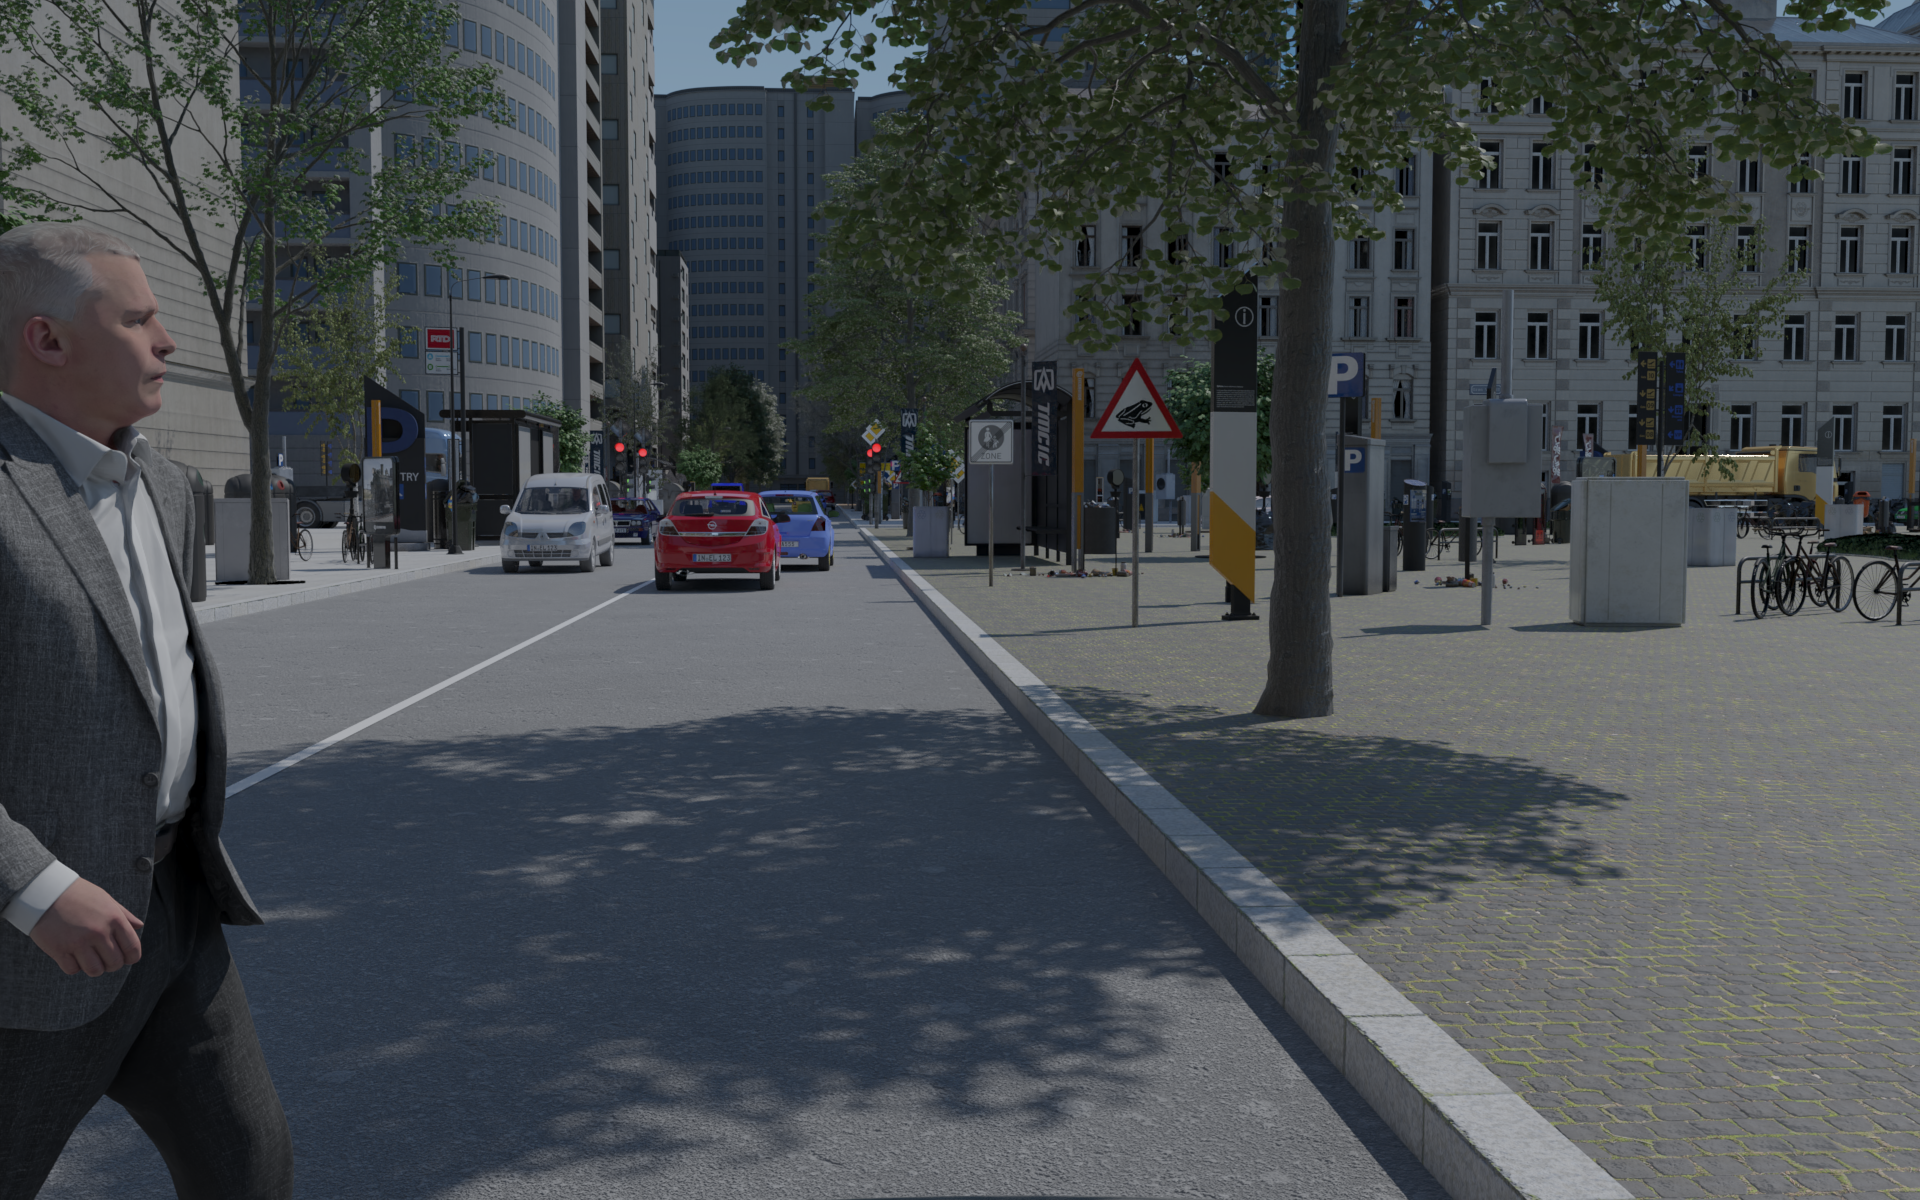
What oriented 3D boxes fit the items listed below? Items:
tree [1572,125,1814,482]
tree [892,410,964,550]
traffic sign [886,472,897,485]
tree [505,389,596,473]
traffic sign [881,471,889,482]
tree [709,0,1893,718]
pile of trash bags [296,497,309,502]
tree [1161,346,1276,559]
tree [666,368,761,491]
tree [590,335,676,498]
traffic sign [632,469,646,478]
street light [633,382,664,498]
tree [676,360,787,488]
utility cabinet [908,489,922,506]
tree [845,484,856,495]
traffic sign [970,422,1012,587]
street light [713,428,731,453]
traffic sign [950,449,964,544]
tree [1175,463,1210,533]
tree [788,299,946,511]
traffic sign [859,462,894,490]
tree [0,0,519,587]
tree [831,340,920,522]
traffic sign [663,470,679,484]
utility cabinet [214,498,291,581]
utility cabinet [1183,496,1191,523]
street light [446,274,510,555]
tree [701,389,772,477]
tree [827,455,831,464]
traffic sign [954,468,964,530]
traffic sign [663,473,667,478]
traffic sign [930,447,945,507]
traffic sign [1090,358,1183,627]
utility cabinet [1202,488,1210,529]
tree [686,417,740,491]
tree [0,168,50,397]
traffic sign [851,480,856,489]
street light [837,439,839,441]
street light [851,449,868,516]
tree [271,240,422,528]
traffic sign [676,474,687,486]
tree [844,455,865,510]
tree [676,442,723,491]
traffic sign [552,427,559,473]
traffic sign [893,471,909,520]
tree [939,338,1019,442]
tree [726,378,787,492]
[{"bbox_3d":[14.185,-5.137,34.351,4.737,8.622,4.395,0,3,0],"label":"tree"},{"bbox_3d":[-0.834,-2.777,40.000,1.663,3.219,1.824,0,3,0],"label":"tree"},{"bbox_3d":[-3.417,-5.413,89.694,0.795,2.450,0.064,0,4,-1],"label":"traffic sign"},{"bbox_3d":[-13.084,-4.329,54.493,4.285,4.588,4.351,0,3,0],"label":"tree"},{"bbox_3d":[-4.244,-5.838,95.554,0.768,2.556,0.104,0,4,0],"label":"traffic sign"},{"bbox_3d":[2.387,-5.611,9.867,7.486,12.596,7.792,0,3,0],"label":"tree"},{"bbox_3d":[-27.730,-3.758,71.201,1.912,1.369,3.447,-1,4,-23],"label":"pile of trash bags"},{"bbox_3d":[5.550,-3.130,34.897,4.285,4.588,4.351,0,3,0],"label":"tree"},{"bbox_3d":[-18.109,-11.804,127.409,7.601,10.594,8.767,-1,4,-9],"label":"tree"},{"bbox_3d":[-14.851,-7.914,79.748,4.360,8.622,3.978,0,3,0],"label":"tree"},{"bbox_3d":[-16.005,-5.280,86.436,0.768,2.556,0.104,0,4,-3],"label":"traffic sign"},{"bbox_3d":[-13.003,-6.093,72.166,1.470,5.913,1.316,0,4,-4],"label":"street light"},{"bbox_3d":[-19.609,-14.117,147.821,9.611,12.733,9.660,0,3,0],"label":"tree"},{"bbox_3d":[-2.138,-4.554,83.138,0.318,1.500,1.173,-1,4,-22],"label":"utility cabinet"},{"bbox_3d":[-13.554,-13.416,213.948,1.663,3.219,1.824,0,3,0],"label":"tree"},{"bbox_3d":[0.429,-1.335,23.960,0.606,2.300,0.079,0,4,1],"label":"traffic sign"},{"bbox_3d":[-16.708,-9.092,121.201,1.470,5.913,1.316,0,4,-4],"label":"street light"},{"bbox_3d":[-0.218,-2.629,44.166,0.795,2.450,0.064,0,4,1],"label":"traffic sign"},{"bbox_3d":[7.903,-3.859,57.701,1.663,3.219,1.824,0,3,0],"label":"tree"},{"bbox_3d":[-5.344,-11.891,104.795,12.009,13.543,11.850,0,3,0],"label":"tree"},{"bbox_3d":[-5.334,-7.170,111.104,2.265,3.308,0.079,0,4,-4],"label":"traffic sign"},{"bbox_3d":[-10.008,-6.017,24.132,9.928,11.665,9.643,0,3,0],"label":"tree"},{"bbox_3d":[-3.665,-7.929,80.003,4.360,8.622,3.978,0,3,0],"label":"tree"},{"bbox_3d":[-15.205,-5.557,90.853,0.884,2.594,0.081,0,4,2],"label":"traffic sign"},{"bbox_3d":[-10.546,-0.897,25.823,1.020,1.237,0.306,-1,4,-17],"label":"utility cabinet"},{"bbox_3d":[10.065,-3.965,75.991,0.306,1.237,1.020,2,4,25],"label":"utility cabinet"},{"bbox_3d":[-10.193,-3.923,36.676,1.470,5.913,1.316,0,4,-4],"label":"street light"},{"bbox_3d":[-22.005,-14.777,167.357,9.928,11.665,9.643,0,3,0],"label":"tree"},{"bbox_3d":[-12.802,-15.052,196.455,4.360,8.622,3.978,0,3,0],"label":"tree"},{"bbox_3d":[-0.064,-3.683,61.401,0.795,2.450,0.064,0,4,2],"label":"traffic sign"},{"bbox_3d":[-17.624,-6.266,102.547,0.768,2.556,0.104,0,4,2],"label":"traffic sign"},{"bbox_3d":[-0.705,-2.587,42.397,0.768,2.556,0.104,0,4,5],"label":"traffic sign"},{"bbox_3d":[1.688,-1.017,16.632,0.884,2.594,0.081,0,4,2],"label":"traffic sign"},{"bbox_3d":[9.293,-3.277,62.263,1.173,1.500,0.318,0,4,6],"label":"utility cabinet"},{"bbox_3d":[-19.608,-11.477,138.010,4.737,8.622,4.395,0,3,0],"label":"tree"},{"bbox_3d":[-9.147,-1.884,14.520,4.285,4.588,4.351,0,3,0],"label":"tree"},{"bbox_3d":[-8.083,-8.152,134.464,0.795,2.450,0.064,0,3,0],"label":"traffic sign"},{"bbox_3d":[-9.689,-10.672,147.020,1.470,5.913,1.316,0,4,-4],"label":"street light"},{"bbox_3d":[-5.888,-7.712,98.626,1.470,5.913,1.316,0,4,-4],"label":"street light"},{"bbox_3d":[-17.353,-6.022,48.829,4.737,8.622,4.395,0,3,0],"label":"tree"},{"bbox_3d":[-17.371,-6.576,107.624,0.768,2.556,0.104,0,4,3],"label":"traffic sign"},{"bbox_3d":[-7.877,-9.621,141.023,4.285,4.588,4.351,0,3,0],"label":"tree"},{"bbox_3d":[-16.607,-7.754,110.497,4.285,4.588,4.351,0,3,0],"label":"tree"},{"bbox_3d":[-12.832,-3.471,50.621,2.265,3.308,0.079,0,4,3],"label":"traffic sign"},{"bbox_3d":[-2.934,-5.339,87.292,0.884,2.594,0.081,0,4,-4],"label":"traffic sign"},{"bbox_3d":[0.972,-7.863,78.915,4.360,8.622,3.978,0,3,0],"label":"tree"},{"bbox_3d":[-23.635,-17.428,191.600,9.857,13.997,8.962,0,3,0],"label":"tree"}]
